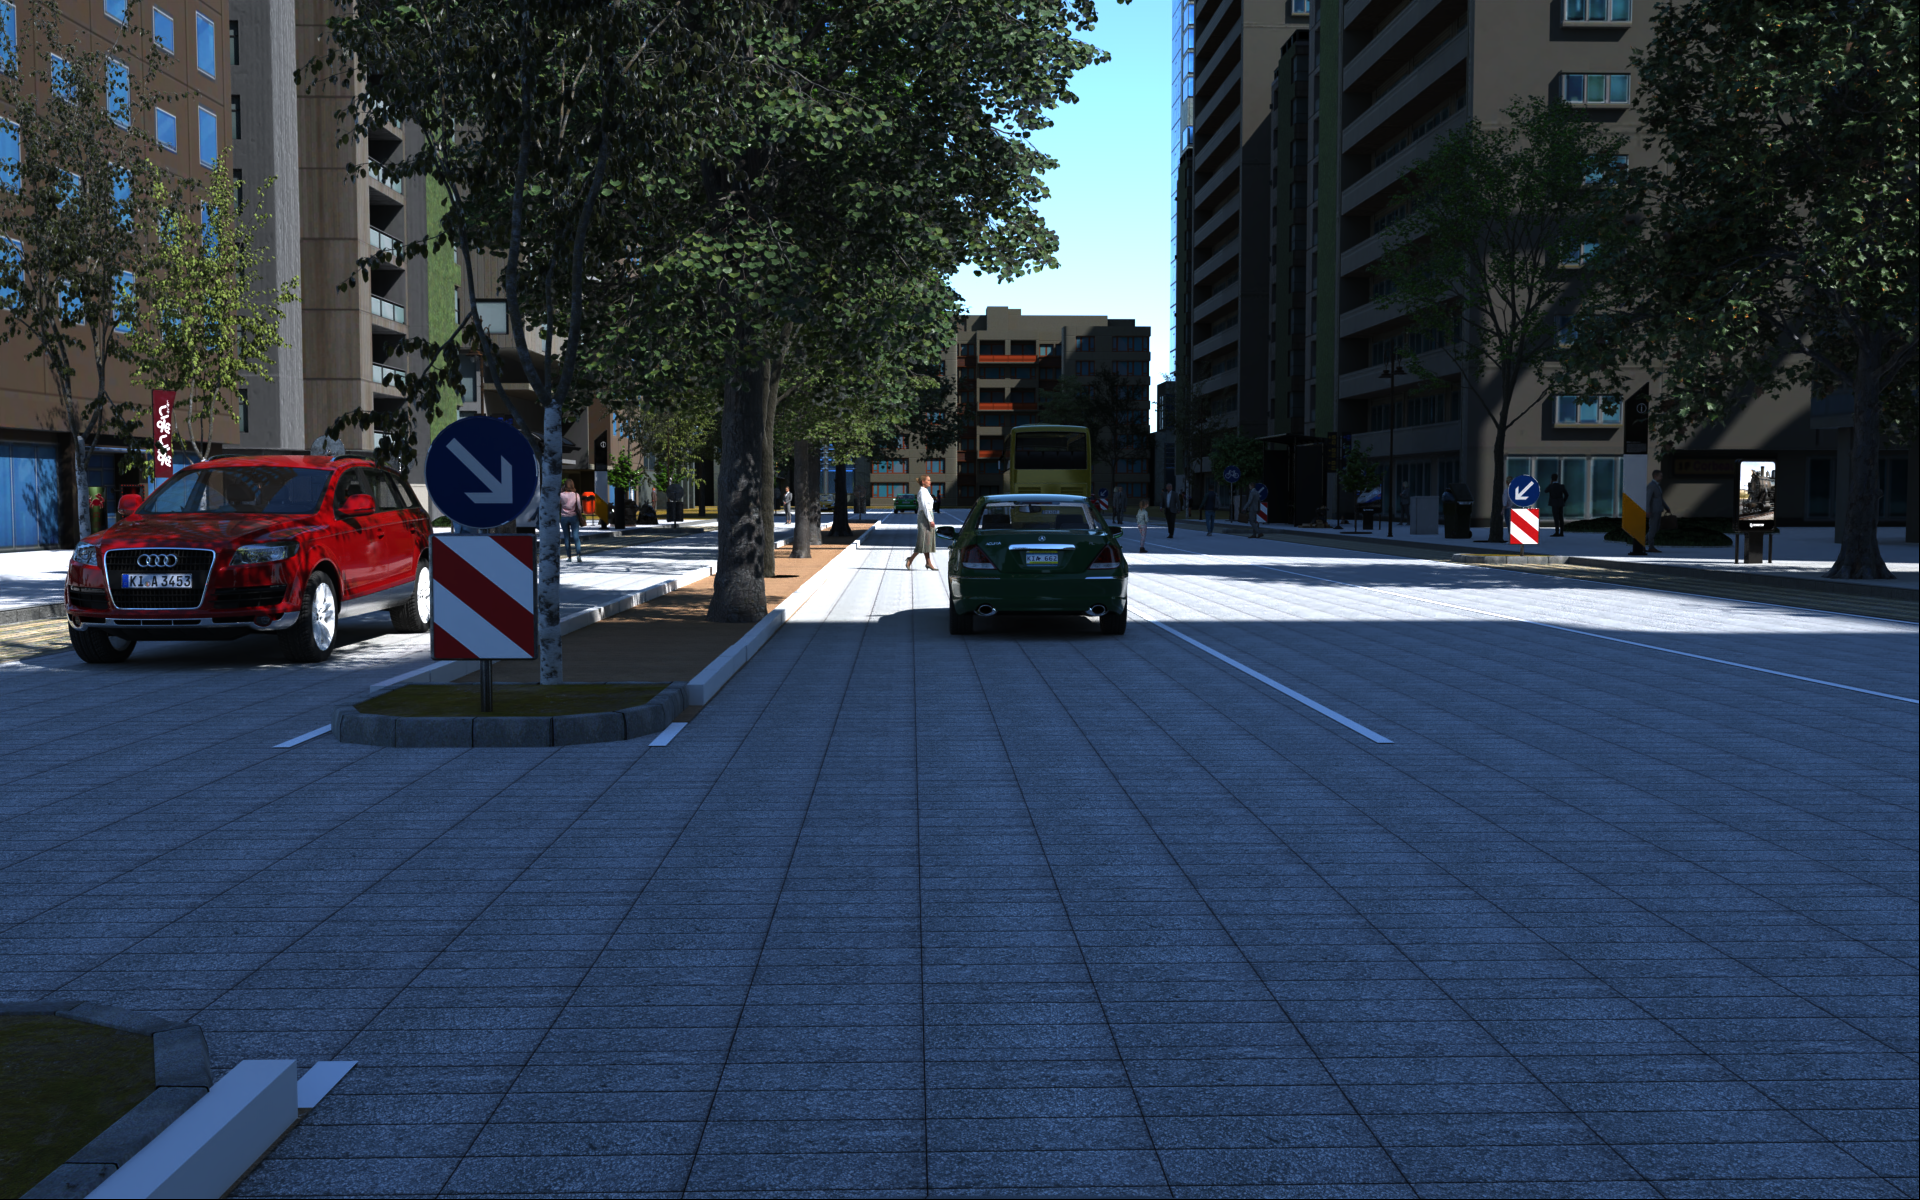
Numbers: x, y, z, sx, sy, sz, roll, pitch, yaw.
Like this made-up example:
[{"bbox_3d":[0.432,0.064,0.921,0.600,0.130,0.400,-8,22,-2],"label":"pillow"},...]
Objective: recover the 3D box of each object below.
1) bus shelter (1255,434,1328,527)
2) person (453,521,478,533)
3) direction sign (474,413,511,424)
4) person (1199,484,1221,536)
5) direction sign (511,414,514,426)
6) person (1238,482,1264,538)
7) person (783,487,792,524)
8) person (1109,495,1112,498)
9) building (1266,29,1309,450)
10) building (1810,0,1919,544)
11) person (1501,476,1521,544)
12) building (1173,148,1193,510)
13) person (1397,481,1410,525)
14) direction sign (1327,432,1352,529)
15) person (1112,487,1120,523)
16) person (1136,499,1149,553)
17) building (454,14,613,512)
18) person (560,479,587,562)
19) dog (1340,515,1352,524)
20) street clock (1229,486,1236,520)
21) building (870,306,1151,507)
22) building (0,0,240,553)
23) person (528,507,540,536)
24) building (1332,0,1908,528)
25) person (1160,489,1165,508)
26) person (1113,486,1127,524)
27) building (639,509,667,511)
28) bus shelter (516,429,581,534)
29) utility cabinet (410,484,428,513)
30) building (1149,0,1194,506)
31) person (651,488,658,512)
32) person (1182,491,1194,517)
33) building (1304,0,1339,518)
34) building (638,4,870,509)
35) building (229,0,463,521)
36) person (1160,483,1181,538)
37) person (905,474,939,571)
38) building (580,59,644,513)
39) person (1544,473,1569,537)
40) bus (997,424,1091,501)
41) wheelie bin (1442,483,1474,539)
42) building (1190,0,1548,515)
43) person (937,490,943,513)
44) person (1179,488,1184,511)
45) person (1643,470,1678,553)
[{"bbox_3d":[13.427,-4.837,70.370,1.731,3.624,6.357,0,4,-2],"label":"bus shelter"},{"bbox_3d":[-6.683,-0.893,23.368,0.793,1.790,0.793,-2,4,-34],"label":"person"},{"bbox_3d":[-13.212,-3.468,48.697,0.876,3.537,0.379,0,4,6],"label":"direction sign"},{"bbox_3d":[8.581,-3.084,59.278,0.623,1.781,0.721,-2,4,-30],"label":"person"},{"bbox_3d":[-13.062,-3.516,49.491,0.876,3.537,0.379,2,4,29],"label":"direction sign"},{"bbox_3d":[9.459,-2.898,56.006,0.853,1.813,0.709,2,4,29],"label":"person"},{"bbox_3d":[-8.253,-4.505,82.438,0.520,1.790,0.573,1,4,18],"label":"person"},{"bbox_3d":[13.567,-8.894,151.460,0.705,1.824,1.348,-3,5,-40],"label":"person"},{"bbox_3d":[26.972,-20.809,111.934,14.160,30.474,14.107,0,4,-2],"label":"building"},{"bbox_3d":[34.268,-20.986,35.009,23.993,40.220,32.217,0,4,-2],"label":"building"},{"bbox_3d":[14.137,-2.281,44.005,0.598,1.740,0.731,3,5,42],"label":"person"},{"bbox_3d":[25.179,-22.999,147.733,14.160,30.474,14.107,0,4,-2],"label":"building"},{"bbox_3d":[18.157,-3.950,70.807,0.526,1.800,0.537,0,3,0],"label":"person"},{"bbox_3d":[13.816,-4.351,63.143,0.876,3.537,0.379,2,4,27],"label":"direction sign"},{"bbox_3d":[7.697,-4.643,84.593,0.526,1.800,0.537,0,4,-8],"label":"person"},{"bbox_3d":[4.496,-1.813,42.423,0.394,1.301,0.425,-3,5,-44],"label":"person"},{"bbox_3d":[-35.790,-31.186,99.133,28.713,52.752,27.495,0,4,-2],"label":"building"},{"bbox_3d":[-8.186,-1.680,36.559,0.593,1.750,0.643,-1,4,-10],"label":"person"},{"bbox_3d":[16.464,-3.430,73.810,0.748,0.427,0.550,0,4,-7],"label":"dog"},{"bbox_3d":[13.494,-4.974,85.896,0.471,2.002,0.358,-1,4,-21],"label":"street clock"},{"bbox_3d":[4.796,-21.220,191.989,28.899,21.520,27.650,0,4,-2],"label":"building"},{"bbox_3d":[-27.271,-23.908,40.999,14.600,45.320,14.200,0,4,-2],"label":"building"},{"bbox_3d":[-12.677,-2.507,52.528,1.012,1.151,0.738,1,4,9],"label":"person"},{"bbox_3d":[29.710,-27.641,75.636,21.300,48.544,21.600,0,4,-2],"label":"building"},{"bbox_3d":[18.560,-9.349,159.436,0.750,1.759,0.617,3,5,42],"label":"person"},{"bbox_3d":[7.598,-4.507,82.297,0.694,1.812,0.767,1,4,15],"label":"person"},{"bbox_3d":[-38.818,-50.619,140.295,31.000,86.520,22.319,0,4,-2],"label":"building"},{"bbox_3d":[-13.836,-3.817,56.327,2.014,3.302,5.546,0,4,-2],"label":"bus shelter"},{"bbox_3d":[-11.984,-1.767,37.565,0.318,1.500,1.173,1,4,14],"label":"utility cabinet"},{"bbox_3d":[35.372,-53.530,187.884,31.000,86.520,22.319,0,4,-2],"label":"building"},{"bbox_3d":[-21.955,-7.209,124.464,0.434,1.755,0.990,0,4,3],"label":"person"},{"bbox_3d":[12.947,-5.459,98.532,0.697,1.427,0.421,-1,4,-12],"label":"person"},{"bbox_3d":[26.640,-25.277,96.880,14.154,41.232,14.086,0,4,-2],"label":"building"},{"bbox_3d":[-25.071,-53.447,186.526,31.000,86.520,22.319,0,4,-2],"label":"building"},{"bbox_3d":[-28.073,-23.396,66.124,14.154,41.232,14.086,0,4,-2],"label":"building"},{"bbox_3d":[6.792,-2.888,56.111,0.661,1.777,0.834,1,4,17],"label":"person"},{"bbox_3d":[-0.722,-1.448,32.400,0.641,1.798,0.478,1,4,12],"label":"person"},{"bbox_3d":[-30.217,-28.760,120.337,14.600,45.320,14.200,0,4,-2],"label":"building"},{"bbox_3d":[17.957,-2.862,52.205,0.648,1.900,0.474,-1,4,-18],"label":"person"},{"bbox_3d":[2.839,-4.175,59.801,2.896,3.916,12.252,0,4,0],"label":"bus"},{"bbox_3d":[14.339,-2.576,50.025,0.980,1.594,0.693,-2,4,-25],"label":"wheelie bin"},{"bbox_3d":[29.668,-30.931,129.424,21.300,48.544,21.600,0,4,-2],"label":"building"},{"bbox_3d":[-1.499,-7.310,128.696,0.721,1.739,1.217,1,4,14],"label":"person"},{"bbox_3d":[16.898,-7.644,131.753,0.721,1.736,1.217,1,4,22],"label":"person"},{"bbox_3d":[15.285,-1.950,38.048,0.853,1.813,0.709,3,4,36],"label":"person"}]
